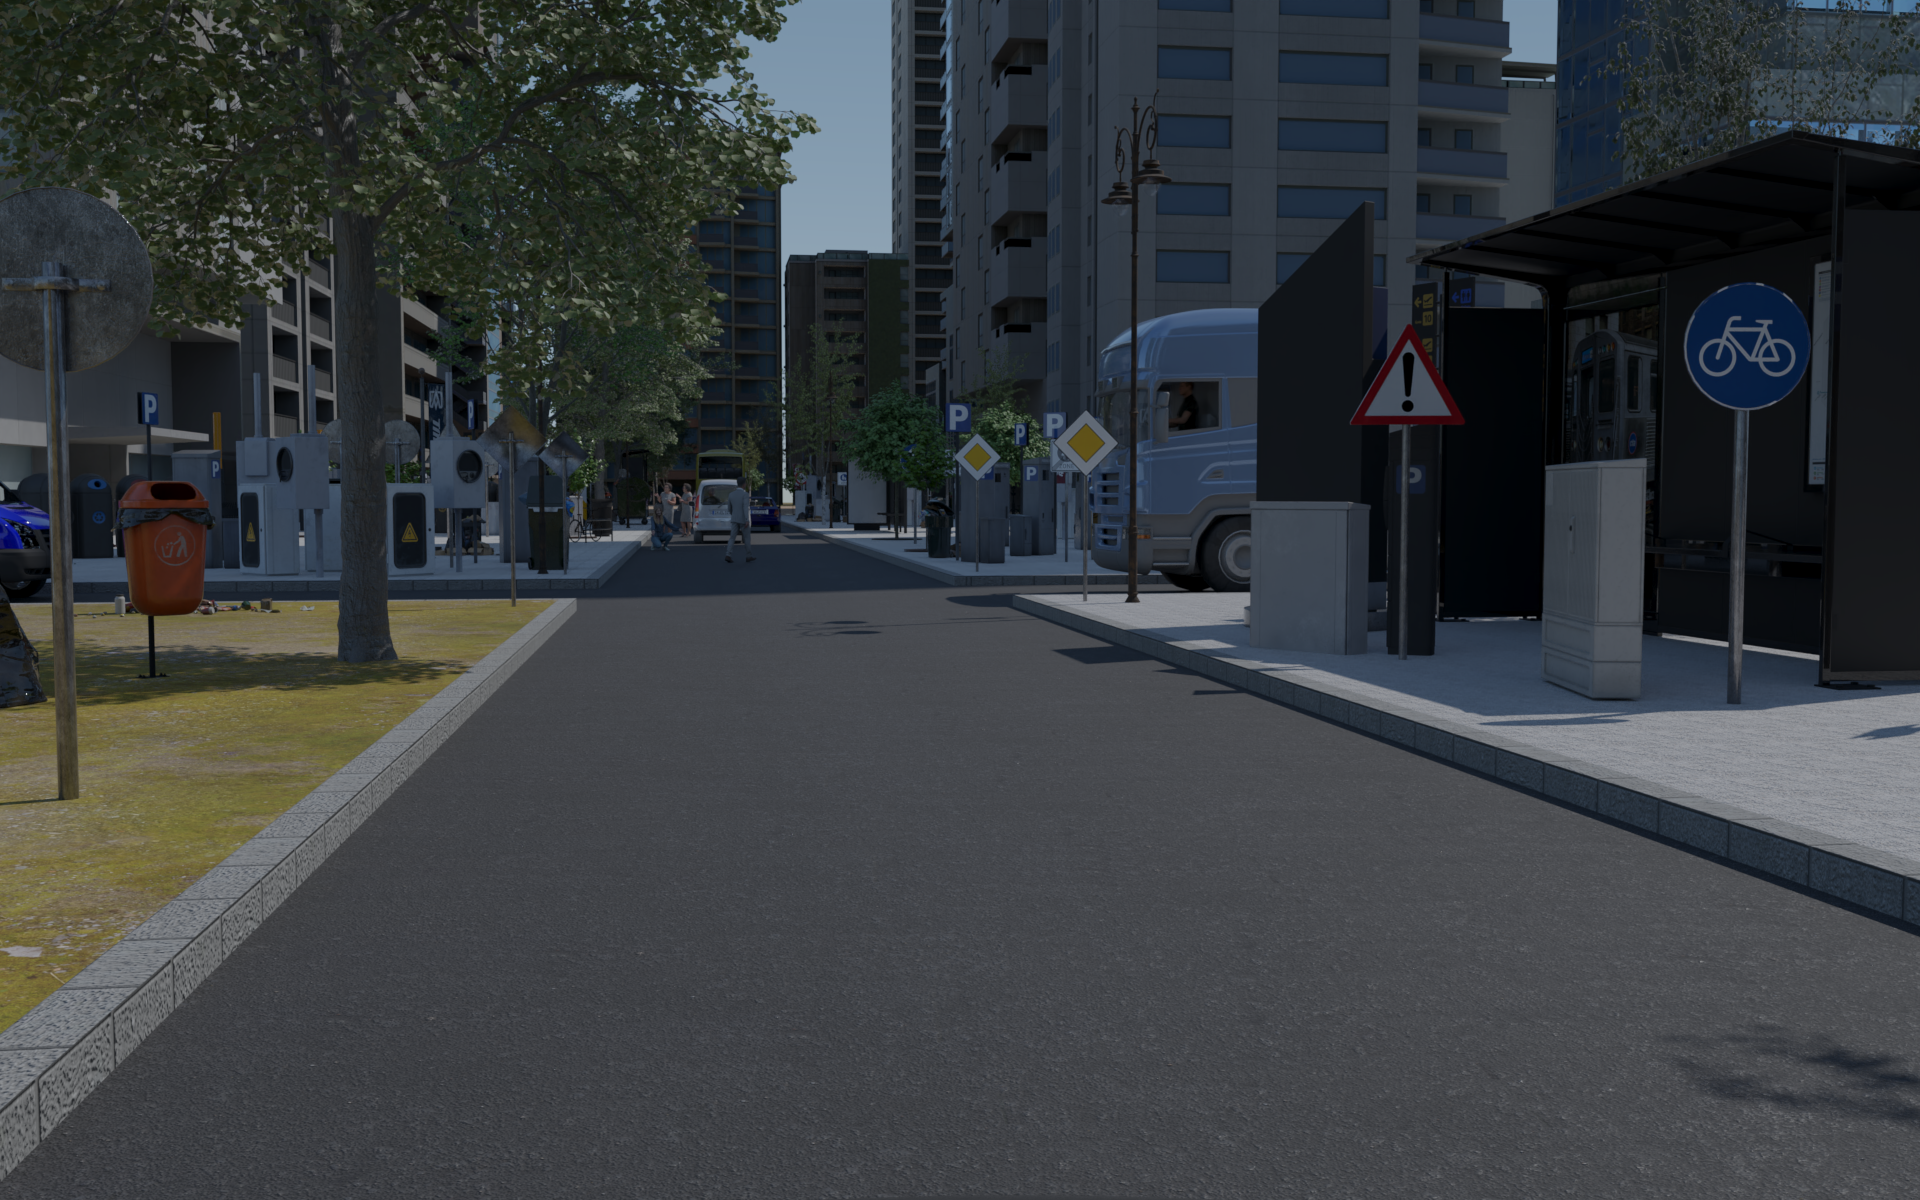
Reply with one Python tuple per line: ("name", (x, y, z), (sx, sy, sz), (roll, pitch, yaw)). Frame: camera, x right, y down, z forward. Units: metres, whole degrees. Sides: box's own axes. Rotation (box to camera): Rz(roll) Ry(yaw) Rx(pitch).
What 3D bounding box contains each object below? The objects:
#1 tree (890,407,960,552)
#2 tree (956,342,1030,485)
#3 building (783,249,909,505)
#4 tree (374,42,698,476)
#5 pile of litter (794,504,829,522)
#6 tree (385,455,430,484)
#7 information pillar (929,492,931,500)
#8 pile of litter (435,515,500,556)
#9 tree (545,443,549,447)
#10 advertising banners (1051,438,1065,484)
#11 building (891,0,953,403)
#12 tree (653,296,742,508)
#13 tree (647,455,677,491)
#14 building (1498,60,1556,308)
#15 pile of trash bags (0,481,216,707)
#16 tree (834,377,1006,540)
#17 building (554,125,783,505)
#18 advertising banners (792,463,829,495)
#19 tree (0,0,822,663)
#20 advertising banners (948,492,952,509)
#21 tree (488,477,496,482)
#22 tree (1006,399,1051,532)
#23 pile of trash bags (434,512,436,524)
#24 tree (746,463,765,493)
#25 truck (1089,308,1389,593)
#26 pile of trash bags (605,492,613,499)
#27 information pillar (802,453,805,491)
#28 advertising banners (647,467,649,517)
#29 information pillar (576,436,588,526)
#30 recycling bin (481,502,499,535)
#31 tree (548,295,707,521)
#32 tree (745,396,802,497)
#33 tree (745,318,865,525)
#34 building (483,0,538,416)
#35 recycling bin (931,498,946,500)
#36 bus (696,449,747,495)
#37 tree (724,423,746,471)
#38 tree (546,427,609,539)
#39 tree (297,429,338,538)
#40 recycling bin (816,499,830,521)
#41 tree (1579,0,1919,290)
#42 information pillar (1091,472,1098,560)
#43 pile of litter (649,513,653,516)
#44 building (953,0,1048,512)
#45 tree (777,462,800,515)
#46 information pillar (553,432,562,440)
("tree", (-0.801, -2.693, 38.636), (1.663, 3.219, 1.824), (0, 3, 0))
("tree", (1.566, -8.121, 83.139), (4.737, 8.622, 4.395), (0, 3, 0))
("building", (-13.753, -26.674, 207.814), (14.107, 30.474, 14.160), (-1, 4, -9))
("tree", (-9.859, -7.013, 40.419), (9.928, 11.665, 9.643), (0, 3, 0))
("pile of litter", (-6.859, -4.057, 80.296), (1.719, 0.858, 1.176), (-1, 4, -9))
("tree", (-16.882, -3.556, 52.742), (1.663, 3.219, 1.824), (0, 3, 0))
("information pillar", (-1.397, -4.314, 75.030), (0.304, 2.012, 0.304), (0, 4, 4))
("pile of litter", (-10.304, -1.367, 36.317), (1.719, 0.858, 1.176), (1, 4, 19))
("tree", (-23.827, -6.874, 96.108), (4.285, 4.588, 4.351), (0, 3, 0))
("advertising banners", (3.297, -3.016, 45.501), (2.074, 3.025, 0.090), (-1, 4, -18))
("building", (2.882, -47.361, 212.610), (20.611, 71.187, 20.563), (-1, 4, -9))
("tree", (-26.614, -18.413, 156.937), (12.611, 20.169, 13.585), (0, 3, 0))
("tree", (-28.757, -13.326, 168.237), (4.360, 8.622, 3.978), (0, 3, 0))
("building", (49.204, -29.554, 166.796), (14.086, 41.232, 14.154), (-1, 4, -9))
("pile of trash bags", (-6.422, -0.069, 10.885), (1.912, 1.369, 3.447), (3, 5, 42))
("tree", (-1.694, -3.960, 48.464), (4.285, 4.588, 4.351), (0, 3, 0))
("building", (-35.732, -33.858, 208.206), (28.867, 44.769, 22.147), (-1, 4, -9))
("advertising banners", (-8.483, -6.230, 98.048), (2.074, 3.025, 0.090), (0, 4, 2))
("tree", (-5.047, -5.808, 13.082), (7.486, 12.596, 7.792), (0, 3, 0))
("advertising banners", (0.185, -6.362, 100.211), (2.074, 3.025, 0.090), (2, 4, 29))
("tree", (-20.684, -4.859, 74.042), (1.663, 3.219, 1.824), (0, 3, 0))
("tree", (1.643, -4.650, 59.737), (4.285, 4.588, 4.351), (0, 3, 0))
("pile of trash bags", (-12.856, -1.806, 39.280), (1.912, 1.369, 3.447), (-2, 4, -26))
("tree", (-21.536, -11.704, 175.070), (4.285, 4.588, 4.351), (0, 3, 0))
("truck", (10.610, -2.201, 25.738), (18.799, 4.110, 2.967), (-1, 4, -10))
("pile of trash bags", (-18.469, -4.530, 83.825), (3.447, 1.369, 1.912), (1, 4, 10))
("information pillar", (-8.909, -6.554, 98.509), (0.183, 3.616, 0.504), (-1, 4, -11))
("advertising banners", (-17.835, -6.283, 98.909), (0.090, 3.025, 2.074), (-1, 4, -11))
("information pillar", (-15.356, -4.823, 70.213), (0.183, 3.616, 0.504), (3, 5, 41))
("recycling bin", (-14.864, -2.576, 54.676), (0.722, 1.027, 0.722), (1, 4, 10))
("tree", (-15.902, -8.949, 80.723), (7.601, 10.594, 8.767), (1, 4, 17))
("tree", (-14.162, -10.965, 129.641), (4.360, 8.622, 3.978), (0, 3, 0))
("tree", (-5.834, -7.449, 72.149), (4.737, 8.622, 4.395), (0, 3, 0))
("building", (-65.475, -54.386, 201.881), (31.000, 86.520, 22.319), (-1, 4, -9))
("recycling bin", (-1.300, -5.404, 100.905), (0.722, 1.027, 0.722), (2, 4, 33))
("bus", (-13.057, -6.312, 94.748), (2.896, 3.916, 12.252), (0, 4, -8))
("tree", (-20.797, -13.422, 169.817), (4.737, 8.622, 4.395), (0, 3, 0))
("tree", (-11.170, -3.390, 50.033), (1.663, 3.219, 1.824), (0, 3, 0))
("tree", (-19.582, -3.470, 51.334), (1.663, 3.219, 1.824), (0, 3, 0))
("recycling bin", (-6.454, -4.286, 82.630), (0.722, 1.027, 0.722), (1, 4, 9))
("tree", (8.818, -4.215, 19.284), (4.360, 8.622, 3.978), (0, 3, 0))
("information pillar", (2.730, -1.796, 33.860), (0.304, 2.012, 0.304), (1, 4, 11))
("pile of litter", (-18.495, -5.352, 101.478), (1.176, 0.858, 1.719), (0, 4, 2))
("building", (14.666, -32.596, 122.181), (28.713, 52.752, 27.495), (-1, 4, -9))
("tree", (-10.059, -6.773, 105.341), (1.663, 3.219, 1.824), (0, 3, 0))
("information pillar", (-14.429, -4.337, 62.265), (0.183, 3.616, 0.504), (2, 4, 28))
